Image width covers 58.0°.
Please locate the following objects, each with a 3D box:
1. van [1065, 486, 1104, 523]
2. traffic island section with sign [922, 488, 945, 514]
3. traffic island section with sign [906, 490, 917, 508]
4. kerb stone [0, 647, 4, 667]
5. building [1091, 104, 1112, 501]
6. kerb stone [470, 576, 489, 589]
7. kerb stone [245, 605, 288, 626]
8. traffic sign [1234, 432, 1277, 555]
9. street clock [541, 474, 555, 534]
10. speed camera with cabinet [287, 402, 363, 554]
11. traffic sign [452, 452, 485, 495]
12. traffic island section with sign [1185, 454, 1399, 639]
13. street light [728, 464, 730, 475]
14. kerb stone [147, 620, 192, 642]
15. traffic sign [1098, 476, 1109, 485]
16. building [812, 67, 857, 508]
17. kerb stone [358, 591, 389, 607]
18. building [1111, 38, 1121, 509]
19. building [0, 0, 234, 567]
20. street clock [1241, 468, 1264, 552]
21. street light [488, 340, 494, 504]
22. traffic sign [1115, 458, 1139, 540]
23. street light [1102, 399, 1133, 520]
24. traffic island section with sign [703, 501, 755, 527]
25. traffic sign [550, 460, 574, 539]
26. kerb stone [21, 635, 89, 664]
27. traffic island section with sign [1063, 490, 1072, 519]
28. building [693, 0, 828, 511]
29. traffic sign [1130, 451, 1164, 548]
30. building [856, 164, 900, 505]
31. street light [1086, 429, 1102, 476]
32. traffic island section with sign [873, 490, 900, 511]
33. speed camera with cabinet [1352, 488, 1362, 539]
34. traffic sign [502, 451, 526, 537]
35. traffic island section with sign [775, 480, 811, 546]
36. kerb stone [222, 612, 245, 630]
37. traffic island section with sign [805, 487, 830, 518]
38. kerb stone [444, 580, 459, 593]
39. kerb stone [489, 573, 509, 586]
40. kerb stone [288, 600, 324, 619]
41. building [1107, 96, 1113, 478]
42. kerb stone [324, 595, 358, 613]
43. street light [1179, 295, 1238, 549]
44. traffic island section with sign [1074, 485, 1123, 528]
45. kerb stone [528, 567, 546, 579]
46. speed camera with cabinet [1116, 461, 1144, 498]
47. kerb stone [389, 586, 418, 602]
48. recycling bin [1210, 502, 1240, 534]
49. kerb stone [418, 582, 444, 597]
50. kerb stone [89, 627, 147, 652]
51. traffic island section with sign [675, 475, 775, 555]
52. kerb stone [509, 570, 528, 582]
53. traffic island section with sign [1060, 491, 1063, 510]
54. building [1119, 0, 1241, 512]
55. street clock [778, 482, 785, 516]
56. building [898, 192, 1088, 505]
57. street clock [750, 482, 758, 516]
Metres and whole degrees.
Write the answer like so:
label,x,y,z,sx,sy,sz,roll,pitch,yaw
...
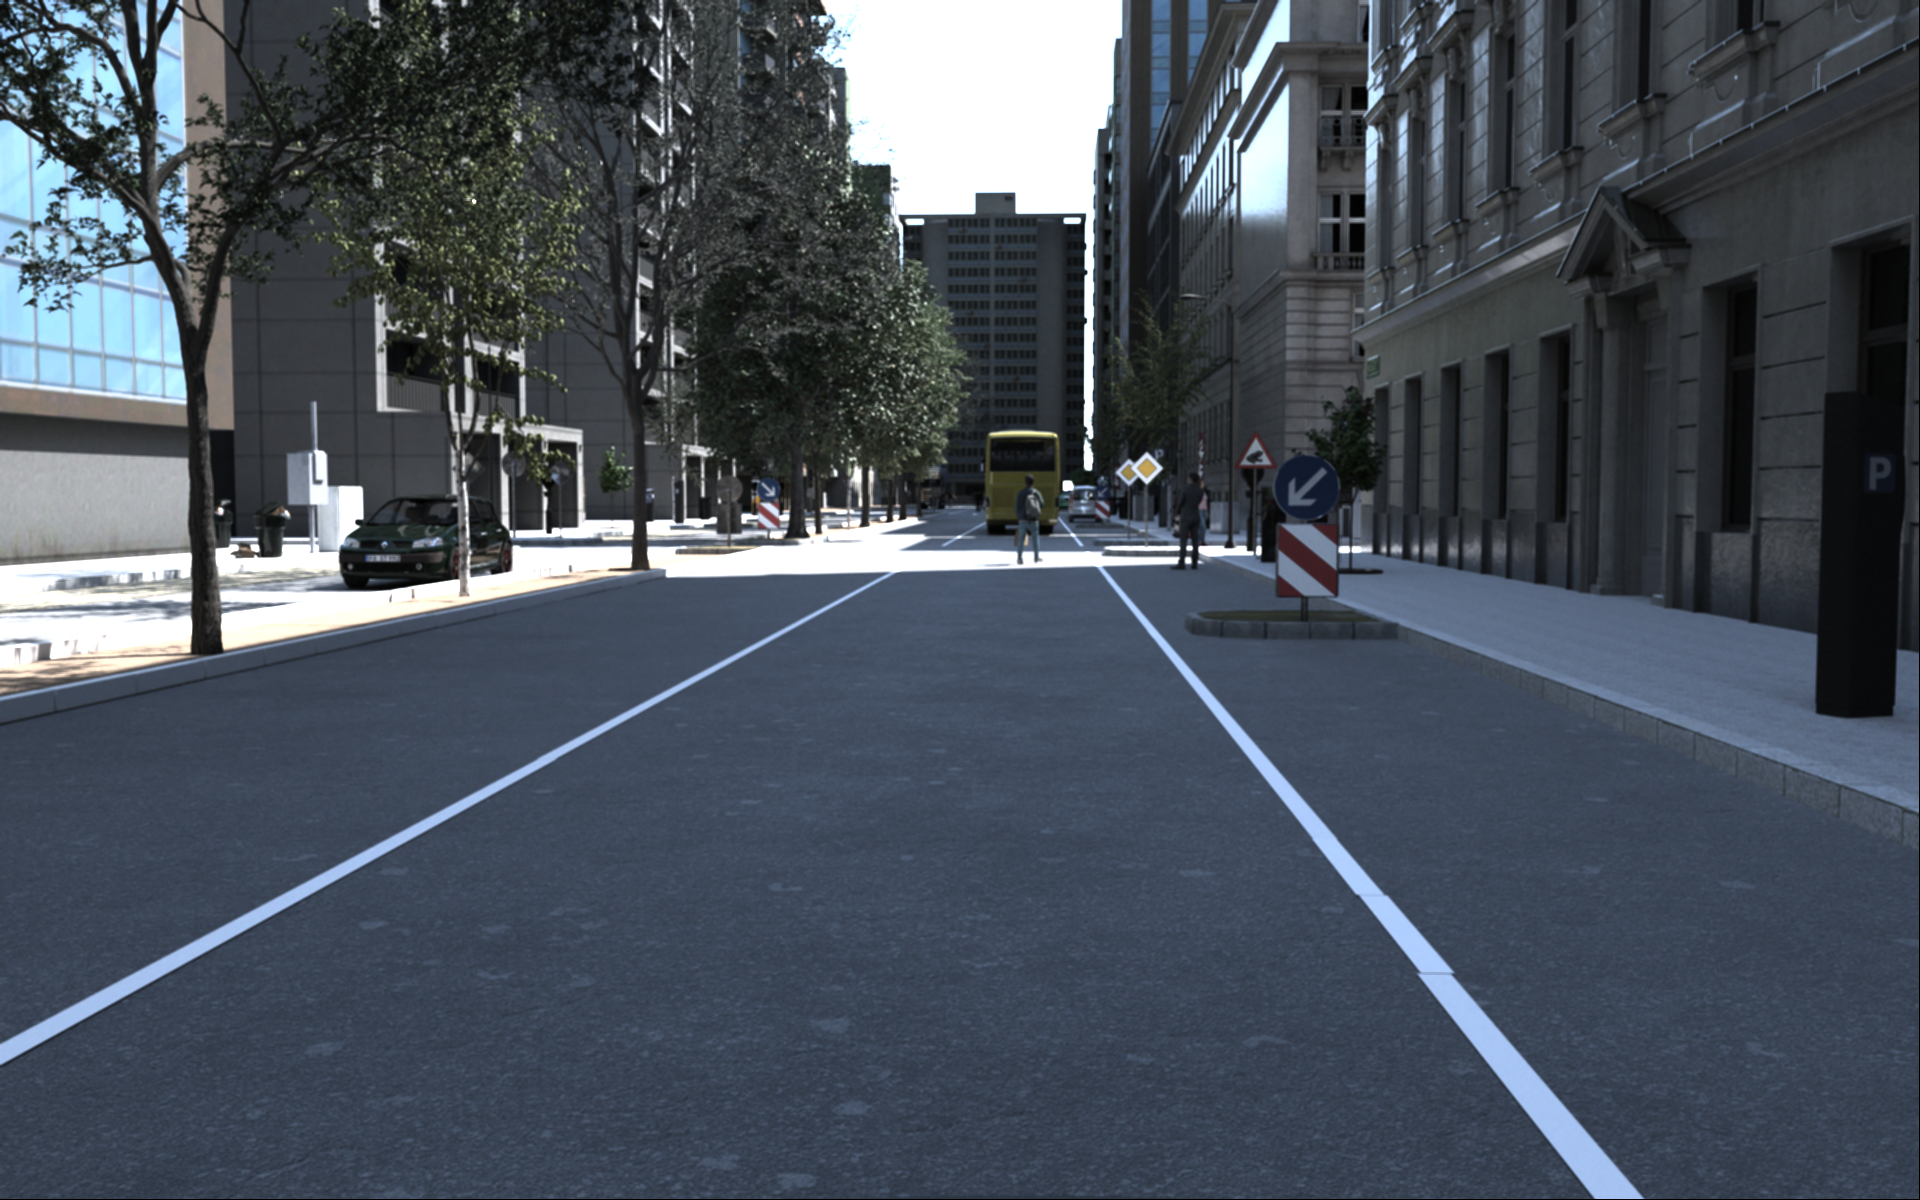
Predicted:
label,x,y,z,sx,sy,sz,roll,pitch,yaw
van,6.369,-4.981,88.451,2.013,2.044,4.112,0,4,3
traffic island section with sign,-1.901,-7.087,124.008,2.006,1.907,1.989,0,4,3
traffic island section with sign,-5.272,-10.368,178.137,1.989,1.847,2.006,0,4,3
kerb stone,-7.965,0.501,14.000,0.120,0.150,1.000,0,4,3
building,27.437,-36.385,218.592,21.600,48.544,21.300,0,4,3
kerb stone,-7.402,-0.249,26.289,0.120,0.150,1.000,0,4,3
kerb stone,-7.727,0.188,19.125,0.120,0.150,1.000,0,4,3
traffic sign,6.159,-2.209,36.115,0.884,2.594,0.081,1,4,11
street clock,-13.128,-3.102,55.284,0.471,2.002,0.358,-1,4,-19
speed camera with cabinet,-13.862,-2.661,37.837,0.660,3.252,2.038,1,4,12
traffic sign,-11.785,-2.317,41.530,0.795,2.450,0.064,0,4,3
traffic island section with sign,3.388,-0.577,18.066,1.989,1.847,2.006,0,4,3
street light,-11.117,-7.022,87.354,1.470,5.913,1.316,0,4,3
kerb stone,-7.827,0.320,17.069,0.120,0.150,1.000,0,4,3
traffic sign,9.951,-7.351,120.293,0.768,2.556,0.104,0,4,5
building,-17.742,-29.217,161.287,14.154,41.232,14.086,0,4,3
kerb stone,-7.591,0.001,22.192,0.120,0.150,1.000,0,4,3
building,20.879,-29.071,158.905,14.154,41.232,14.086,0,4,3
building,-23.532,-23.278,30.708,14.200,45.320,14.600,0,4,3
street clock,6.509,-2.082,38.609,0.471,2.002,0.358,-1,4,-8
street light,-12.855,-4.700,49.389,1.470,5.913,1.316,0,4,3
traffic sign,4.755,-2.759,48.753,0.795,2.450,0.064,0,4,3
street light,7.860,-6.875,84.947,1.470,5.913,1.316,0,4,3
traffic island section with sign,-9.968,-4.063,75.062,1.989,1.847,2.006,0,4,3
traffic sign,-11.422,-2.805,49.507,0.795,2.450,0.064,0,4,3
kerb stone,-7.912,0.439,15.023,0.120,0.150,1.000,0,4,3
traffic island section with sign,7.165,-5.654,101.067,1.989,1.847,2.006,0,4,3
building,-22.499,-29.646,139.344,22.147,44.769,28.867,0,4,3
traffic sign,4.392,-2.271,40.776,0.795,2.450,0.064,0,4,3
building,-14.865,-32.673,217.790,14.086,41.232,14.154,0,4,3
street light,9.578,-9.227,123.403,1.470,5.913,1.316,0,4,3
traffic island section with sign,-6.487,-8.721,151.209,1.989,1.847,2.006,0,4,3
speed camera with cabinet,11.350,-3.331,48.792,0.660,3.252,2.038,1,4,17
traffic sign,-13.224,-3.132,51.321,0.768,2.556,0.104,1,4,9
traffic island section with sign,-5.307,-2.496,48.947,2.006,1.907,1.989,0,4,3
kerb stone,-7.783,0.251,18.099,0.120,0.150,1.000,0,4,3
traffic island section with sign,-8.719,-5.719,102.131,1.989,1.847,2.006,0,4,3
kerb stone,-7.450,-0.188,25.263,0.120,0.150,1.000,0,4,3
kerb stone,-7.364,-0.306,27.316,0.120,0.150,1.000,0,4,3
kerb stone,-7.692,0.126,20.146,0.120,0.150,1.000,0,4,3
building,27.003,-34.319,180.728,23.786,49.044,30.456,0,4,3
kerb stone,-7.648,0.063,21.167,0.120,0.150,1.000,0,4,3
street light,5.806,-4.155,40.483,1.470,5.913,1.316,0,4,3
traffic island section with sign,5.898,-3.962,73.402,1.989,1.847,2.006,0,4,3
kerb stone,-7.265,-0.439,29.373,0.120,0.150,1.000,0,4,3
speed camera with cabinet,10.214,-6.619,102.558,0.660,3.252,2.038,-3,5,-44
kerb stone,-7.544,-0.060,23.213,0.120,0.150,1.000,0,4,3
recycling bin,8.551,-2.652,55.922,0.722,1.027,0.722,-2,4,-24
kerb stone,-7.494,-0.125,24.233,0.120,0.150,1.000,0,4,3
kerb stone,-7.875,0.376,16.045,0.120,0.150,1.000,0,4,3
traffic island section with sign,-5.653,-2.043,41.548,2.006,1.907,1.989,0,4,3
kerb stone,-7.314,-0.375,28.344,0.120,0.150,1.000,0,4,3
traffic island section with sign,10.671,-10.377,178.289,1.989,1.847,2.006,0,4,3
building,19.313,-29.376,130.403,14.600,45.320,14.200,0,4,3
street clock,-10.695,-6.038,103.287,0.471,2.002,0.358,-3,4,-38
building,4.541,-32.627,225.331,23.993,40.220,32.217,0,4,3
street clock,-12.082,-5.952,101.891,0.358,2.002,0.471,3,5,41
